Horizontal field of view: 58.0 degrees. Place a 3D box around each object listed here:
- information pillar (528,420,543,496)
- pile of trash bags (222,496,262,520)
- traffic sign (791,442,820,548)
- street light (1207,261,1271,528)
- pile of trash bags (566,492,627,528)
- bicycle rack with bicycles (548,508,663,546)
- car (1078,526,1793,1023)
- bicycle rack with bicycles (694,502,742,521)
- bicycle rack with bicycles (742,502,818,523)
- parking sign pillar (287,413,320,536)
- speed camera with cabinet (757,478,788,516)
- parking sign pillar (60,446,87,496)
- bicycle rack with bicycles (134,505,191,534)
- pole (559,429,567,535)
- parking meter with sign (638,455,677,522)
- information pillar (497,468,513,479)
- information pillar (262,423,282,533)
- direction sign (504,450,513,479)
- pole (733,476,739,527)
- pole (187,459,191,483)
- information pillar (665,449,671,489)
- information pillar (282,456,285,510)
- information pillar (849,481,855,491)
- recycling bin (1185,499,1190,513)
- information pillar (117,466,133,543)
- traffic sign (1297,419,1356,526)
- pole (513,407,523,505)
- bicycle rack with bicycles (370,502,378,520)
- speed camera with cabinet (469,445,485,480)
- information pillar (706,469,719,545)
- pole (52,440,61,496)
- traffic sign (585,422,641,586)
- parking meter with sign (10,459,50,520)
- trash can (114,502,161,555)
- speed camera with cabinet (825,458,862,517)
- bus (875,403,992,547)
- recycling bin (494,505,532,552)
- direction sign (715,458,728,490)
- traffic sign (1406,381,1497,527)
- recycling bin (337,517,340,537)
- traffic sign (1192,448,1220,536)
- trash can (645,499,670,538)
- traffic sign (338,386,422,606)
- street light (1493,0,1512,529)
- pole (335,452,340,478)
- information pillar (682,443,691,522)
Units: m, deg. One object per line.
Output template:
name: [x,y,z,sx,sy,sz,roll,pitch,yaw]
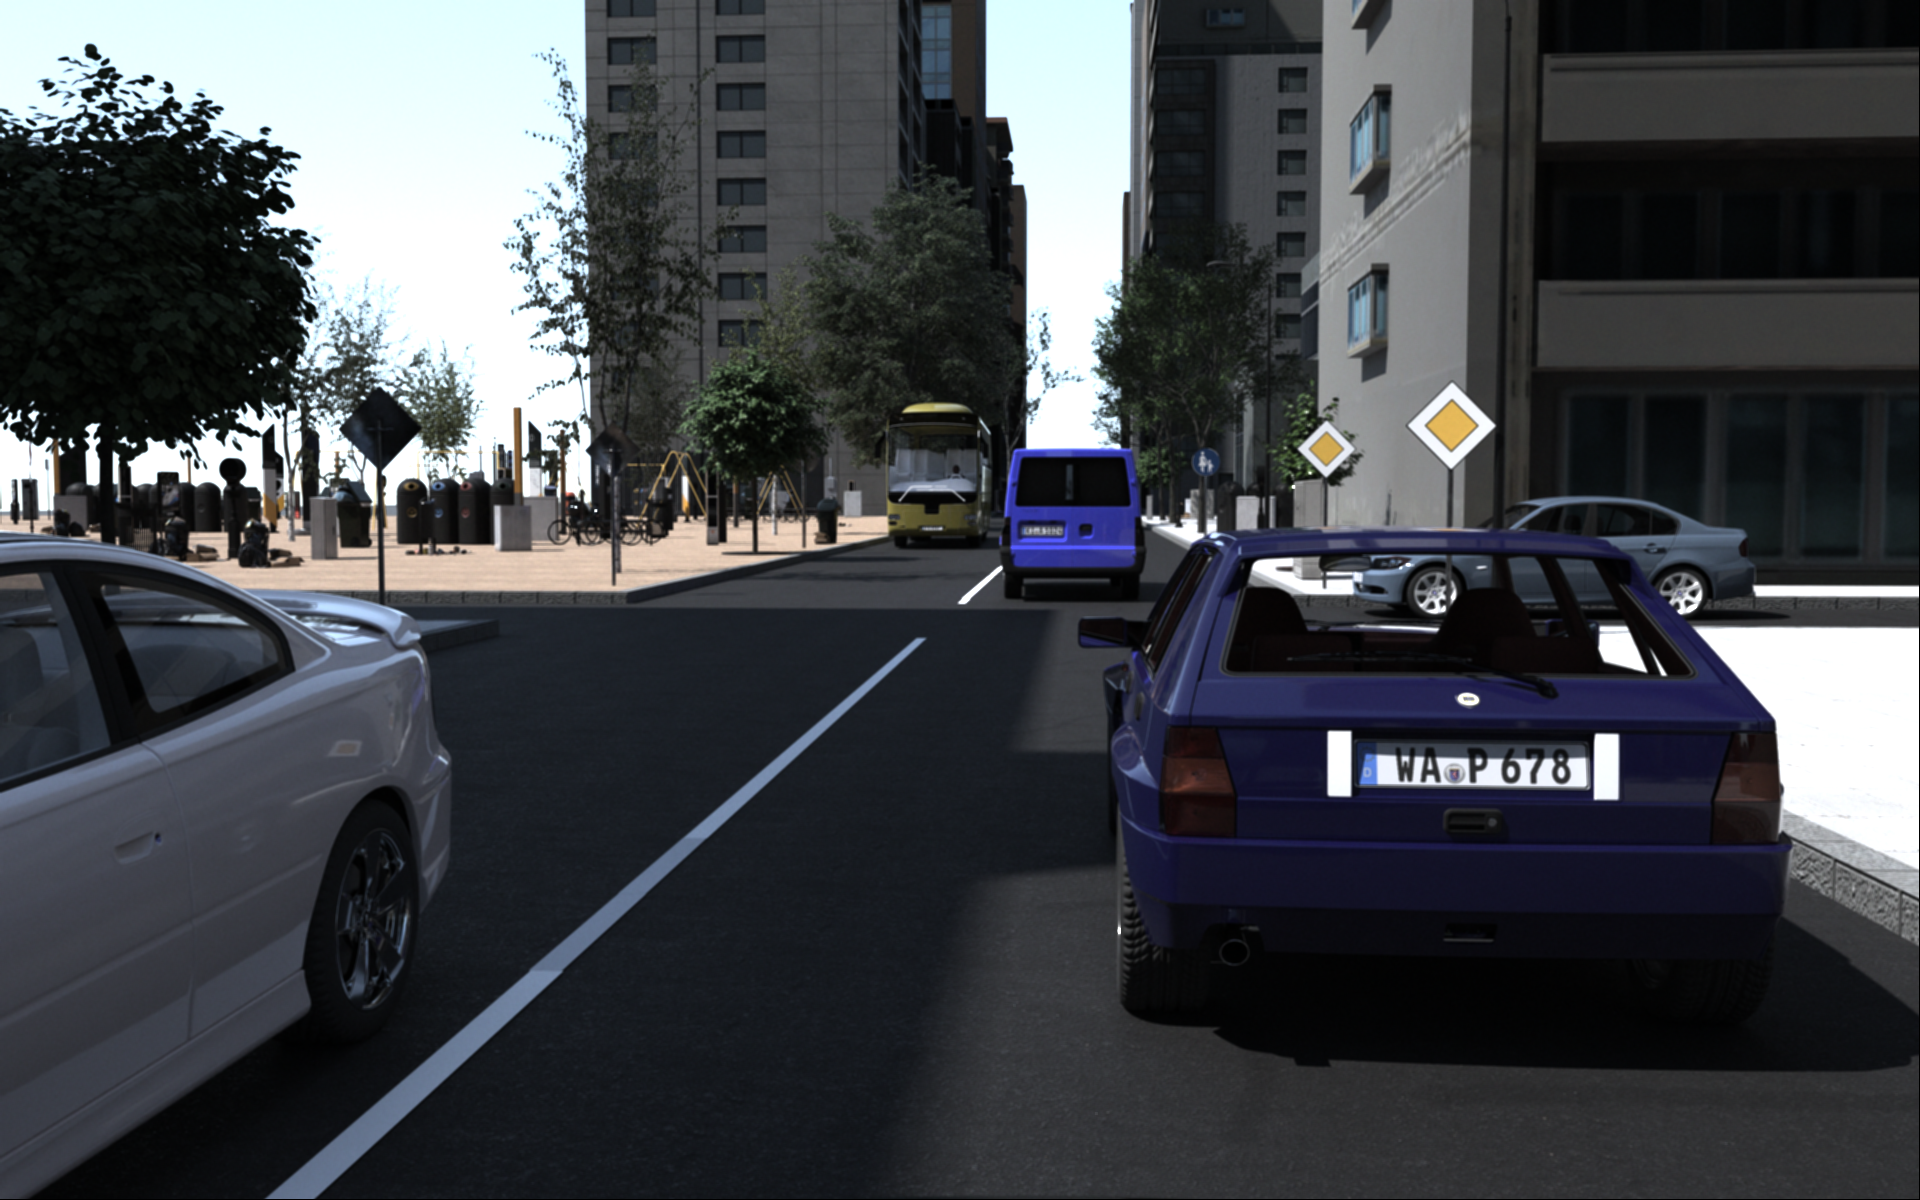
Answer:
information pillar: [-13.464,-3.885,54.880,0.504,3.616,0.183,2,4,25]
pile of trash bags: [-36.563,-4.676,86.198,3.447,1.369,1.912,-2,4,-29]
traffic sign: [-3.711,-2.511,41.159,0.768,2.556,0.104,1,4,10]
street light: [5.630,-3.803,34.714,1.470,5.913,1.316,0,4,4]
pile of trash bags: [-14.413,-3.508,67.112,1.912,1.369,3.447,-3,5,-44]
bicycle rack with bicycles: [-8.941,-1.864,43.861,2.925,0.926,2.852,-1,4,-13]
car: [1.386,0.397,6.083,1.945,1.354,3.894,0,4,4]
bicycle rack with bicycles: [-10.816,-4.195,81.972,2.925,0.926,2.852,1,4,13]
bicycle rack with bicycles: [-7.763,-4.004,78.843,2.925,0.926,2.852,2,4,28]
parking sign pillar: [-20.216,-4.003,53.915,1.447,3.967,1.447,-1,4,-16]
speed camera with cabinet: [-10.875,-6.439,99.609,2.038,3.252,0.660,-2,4,-31]
parking sign pillar: [-43.319,-5.870,84.443,1.447,3.967,1.447,3,4,38]
bicycle rack with bicycles: [-26.075,-2.599,55.877,2.852,0.926,2.925,-1,4,-8]
pole: [-12.496,-3.709,54.489,0.158,3.312,0.155,0,3,0]
parking meter with sign: [-13.654,-5.014,78.233,1.738,3.016,0.543,-1,4,-10]
information pillar: [-12.946,-2.742,49.321,0.304,2.012,0.304,2,4,31]
information pillar: [-22.692,-4.011,56.932,0.183,3.616,0.504,2,4,29]
direction sign: [-23.344,-5.948,89.241,0.876,3.537,0.379,2,4,33]
pole: [-8.692,-4.482,67.128,0.158,3.312,0.155,0,3,0]
pole: [-42.584,-6.232,95.733,0.158,3.312,0.155,0,3,0]
information pillar: [-14.341,-5.733,85.081,0.183,3.616,0.504,1,4,12]
information pillar: [-35.904,-6.115,91.340,0.504,3.616,0.183,0,4,-4]
information pillar: [-6.027,-5.634,96.609,0.304,2.012,0.304,1,4,13]
recycling bin: [12.721,-4.999,94.286,0.722,1.027,0.722,2,4,30]
information pillar: [-21.704,-2.480,45.033,0.304,2.012,0.304,-2,4,-35]
traffic sign: [4.937,-1.209,23.404,0.795,2.450,0.064,0,4,4]
pole: [-10.365,-2.863,40.660,0.158,3.312,0.155,0,3,0]
bicycle rack with bicycles: [-30.592,-4.528,87.407,2.852,0.926,2.925,-1,4,-21]
speed camera with cabinet: [-19.588,-4.643,70.246,0.660,3.252,2.038,-1,4,-13]
information pillar: [-6.236,-2.391,43.585,0.304,2.012,0.304,-1,4,-11]
pole: [-31.807,-4.107,60.999,0.158,3.312,0.155,0,3,0]
traffic sign: [-4.831,-1.253,24.127,0.795,2.450,0.064,0,4,4]
parking meter with sign: [-45.808,-5.446,85.298,1.738,3.016,0.543,-1,4,-14]
trash can: [-14.278,-1.127,30.080,0.748,1.137,0.748,0,3,0]
speed camera with cabinet: [-6.448,-6.201,95.717,2.038,3.252,0.660,0,4,-5]
bus: [-0.477,-3.595,50.329,2.896,3.916,12.252,0,4,2]
recycling bin: [-10.076,-1.620,39.036,0.722,1.027,0.722,-2,4,-24]
direction sign: [-13.179,-6.319,95.319,0.876,3.537,0.379,0,4,5]
traffic sign: [4.362,-0.722,15.440,0.795,2.450,0.064,0,4,4]
recycling bin: [-18.227,-2.397,51.745,0.722,1.027,0.722,-1,4,-19]
traffic sign: [6.819,-2.933,48.057,0.768,2.556,0.104,1,4,11]
trash can: [-8.833,-2.384,50.633,0.748,1.137,0.748,0,3,0]
traffic sign: [-5.405,-0.766,16.162,0.795,2.450,0.064,0,4,4]
street light: [4.273,-2.621,15.396,1.470,5.913,1.316,0,4,4]
pole: [-29.307,-5.365,81.566,0.158,3.312,0.155,0,3,0]
information pillar: [-12.495,-5.358,78.959,0.183,3.616,0.504,-3,5,-42]
